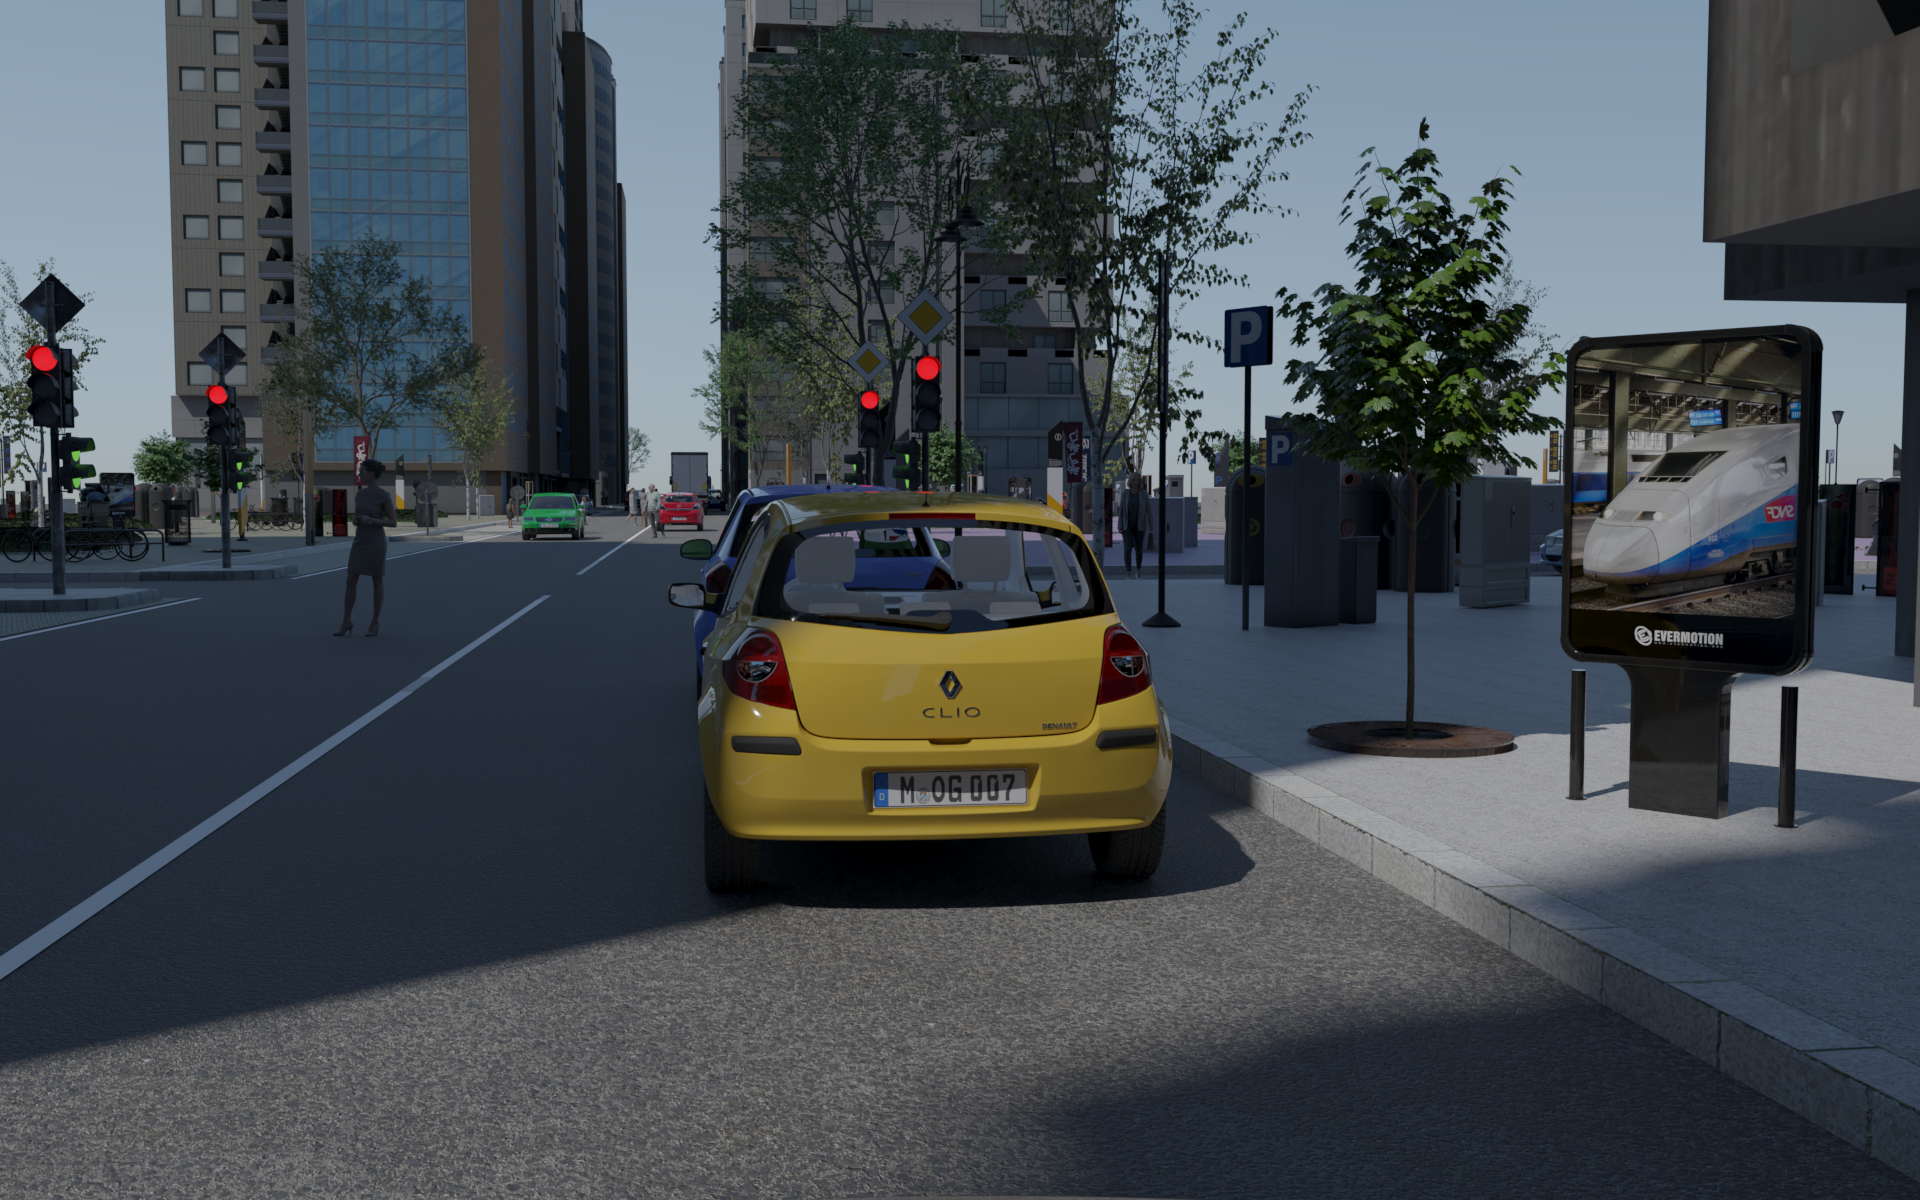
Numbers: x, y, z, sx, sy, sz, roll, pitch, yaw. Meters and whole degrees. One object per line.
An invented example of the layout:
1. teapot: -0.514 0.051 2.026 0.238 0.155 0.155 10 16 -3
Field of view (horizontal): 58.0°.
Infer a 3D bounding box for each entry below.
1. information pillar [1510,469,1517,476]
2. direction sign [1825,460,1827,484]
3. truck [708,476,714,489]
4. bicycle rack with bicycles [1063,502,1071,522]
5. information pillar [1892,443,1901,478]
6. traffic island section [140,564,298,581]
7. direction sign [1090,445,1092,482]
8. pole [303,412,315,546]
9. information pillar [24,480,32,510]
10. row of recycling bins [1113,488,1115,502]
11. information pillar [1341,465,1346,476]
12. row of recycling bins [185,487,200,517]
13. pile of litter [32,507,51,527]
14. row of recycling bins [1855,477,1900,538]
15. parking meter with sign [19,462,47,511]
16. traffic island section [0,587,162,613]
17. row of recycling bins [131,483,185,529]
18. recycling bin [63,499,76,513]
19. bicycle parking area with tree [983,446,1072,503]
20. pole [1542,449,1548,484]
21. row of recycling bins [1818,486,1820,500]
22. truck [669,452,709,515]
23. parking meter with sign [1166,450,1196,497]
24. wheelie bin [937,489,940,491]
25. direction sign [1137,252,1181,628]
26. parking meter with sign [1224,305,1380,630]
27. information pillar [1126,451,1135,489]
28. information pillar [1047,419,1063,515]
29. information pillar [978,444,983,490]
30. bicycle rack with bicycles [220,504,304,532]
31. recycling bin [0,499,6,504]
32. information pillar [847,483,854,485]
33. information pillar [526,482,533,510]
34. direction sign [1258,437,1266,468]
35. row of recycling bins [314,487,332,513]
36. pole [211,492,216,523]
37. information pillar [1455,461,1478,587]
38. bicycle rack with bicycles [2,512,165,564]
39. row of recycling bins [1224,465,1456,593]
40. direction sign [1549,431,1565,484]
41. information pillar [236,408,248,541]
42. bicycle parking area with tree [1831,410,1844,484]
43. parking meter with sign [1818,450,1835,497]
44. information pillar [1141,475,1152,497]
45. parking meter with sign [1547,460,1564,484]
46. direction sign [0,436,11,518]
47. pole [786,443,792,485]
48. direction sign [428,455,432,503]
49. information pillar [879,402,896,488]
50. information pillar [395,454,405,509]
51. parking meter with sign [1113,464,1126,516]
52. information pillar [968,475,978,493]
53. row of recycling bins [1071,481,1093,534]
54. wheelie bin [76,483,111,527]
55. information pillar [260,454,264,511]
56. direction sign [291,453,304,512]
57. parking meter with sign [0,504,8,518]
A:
1. information pillar: 34.231 -7.086 107.215 0.504 3.616 0.183 3 4 38
2. direction sign: 52.741 -6.946 105.557 0.379 3.537 0.876 2 4 28
3. truck: -36.881 -15.794 247.997 2.967 4.110 18.799 0 4 -7
4. bicycle rack with bicycles: 4.788 -3.934 77.704 2.925 0.926 2.852 0 4 -7
5. information pillar: 43.294 -5.421 79.992 0.183 3.616 0.504 -2 4 -30
6. traffic island section: -12.766 -0.479 30.111 2.009 0.180 2.903 -1 4 -9
7. direction sign: 5.652 -5.080 75.063 0.379 3.537 0.876 3 5 43
8. pole: -16.188 -3.010 43.061 0.158 3.312 0.155 0 3 0
9. information pillar: -49.531 -5.357 92.075 0.304 2.012 0.304 -2 4 -30
10. row of recycling bins: 9.769 -6.164 107.889 1.069 1.692 3.534 -1 4 -16
11. information pillar: 7.726 -2.637 34.462 0.504 3.616 0.183 0 4 -3
12. row of recycling bins: -44.095 -5.523 97.406 3.534 1.692 1.069 2 4 30
13. pile of litter: -30.484 -2.689 57.935 1.176 0.858 1.719 -1 4 -8
14. row of recycling bins: 27.585 -2.601 49.635 3.534 1.692 1.069 3 4 36
15. parking meter with sign: -50.152 -5.957 93.651 0.543 3.016 1.738 0 4 7
16. traffic island section: -11.568 0.004 22.216 2.009 0.180 2.903 -1 4 -9
17. row of recycling bins: -30.588 -3.494 64.232 3.534 1.692 1.069 1 4 23
18. recycling bin: -49.726 -5.126 96.360 0.722 1.027 0.722 3 4 36
19. bicycle parking area with tree: 4.166 -7.179 104.384 8.231 4.147 9.016 0 4 6
20. pole: 26.197 -5.121 77.579 0.158 3.312 0.155 0 3 0
21. row of recycling bins: 43.827 -5.208 92.258 3.534 1.692 1.069 2 4 25
22. truck: -18.819 -8.046 120.464 2.839 4.237 11.283 -1 4 -9
23. parking meter with sign: 8.483 -4.440 68.856 1.738 3.016 0.543 -1 4 -22
24. wheelie bin: -1.466 -5.958 105.327 0.980 1.594 0.693 -3 5 -41
25. direction sign: 1.953 -1.510 16.690 0.379 3.537 0.876 1 4 12
26. parking meter with sign: 3.351 -1.254 16.770 1.738 3.016 0.543 -3 4 -38
27. information pillar: 9.345 -6.335 94.935 0.504 3.616 0.183 1 4 8
28. information pillar: 2.998 -3.853 54.352 0.504 3.616 0.183 0 4 -5
29. information pillar: 0.968 -5.493 81.161 0.183 3.616 0.504 -1 4 -21
30. bicycle rack with bicycles: -24.257 -2.878 60.442 2.925 0.926 2.852 -2 4 -29
31. recycling bin: -54.462 -5.259 98.545 0.722 1.027 0.722 2 4 24
32. information pillar: -5.286 -4.849 83.778 0.304 2.012 0.304 0 4 7
33. information pillar: -25.388 -5.975 102.175 0.304 2.012 0.304 -3 5 -42
34. direction sign: 12.362 -4.733 69.381 0.876 3.537 0.379 -1 4 -14
35. row of recycling bins: -36.142 -5.556 97.948 1.069 1.692 3.534 -1 4 -12
36. pole: -32.665 -5.006 75.698 0.158 3.312 0.155 0 3 0
37. information pillar: 6.986 -1.198 24.078 0.304 2.012 0.304 3 5 39
38. bicycle rack with bicycles: -16.661 -1.203 33.053 2.925 0.926 2.852 -3 5 -43
39. row of recycling bins: 5.168 -1.021 23.801 3.534 1.692 1.069 3 5 44
40. direction sign: 21.307 -4.251 61.499 0.379 3.537 0.876 -3 5 -41
41. information pillar: -19.612 -3.421 47.295 0.183 3.616 0.504 0 4 -2
42. bicycle parking area with tree: 27.674 -4.382 58.648 8.231 4.147 9.016 -1 4 -9
43. parking meter with sign: 33.575 -4.422 68.564 0.543 3.016 1.738 -3 4 -38
44. information pillar: 7.114 -3.766 66.064 0.304 2.012 0.304 2 4 35
45. parking meter with sign: 30.440 -5.655 88.718 0.543 3.016 1.738 -1 4 -12
46. direction sign: -37.176 -4.604 67.264 0.876 3.537 0.379 1 4 20
47. pole: -6.889 -4.646 69.812 0.158 3.312 0.155 0 3 0
48. direction sign: -30.463 -6.579 99.570 0.379 3.537 0.876 -2 4 -29
49. information pillar: -1.767 -3.074 41.610 0.504 3.616 0.183 0 4 -7
50. information pillar: -32.481 -6.676 100.512 0.504 3.616 0.183 0 4 6
51. parking meter with sign: 9.258 -6.325 99.668 0.543 3.016 1.738 3 5 40
52. information pillar: 0.500 -3.848 67.405 0.304 2.012 0.304 -1 4 -22
53. row of recycling bins: 4.184 -3.037 56.761 1.069 1.692 3.534 0 4 6
54. wheelie bin: -24.217 -2.478 48.418 0.980 1.594 0.693 2 4 28
55. information pillar: -40.778 -6.717 101.178 0.183 3.616 0.504 -2 4 -28
56. direction sign: -36.418 -6.322 95.355 0.379 3.537 0.876 2 4 26
57. parking meter with sign: -40.486 -4.647 72.235 0.543 3.016 1.738 0 4 7
